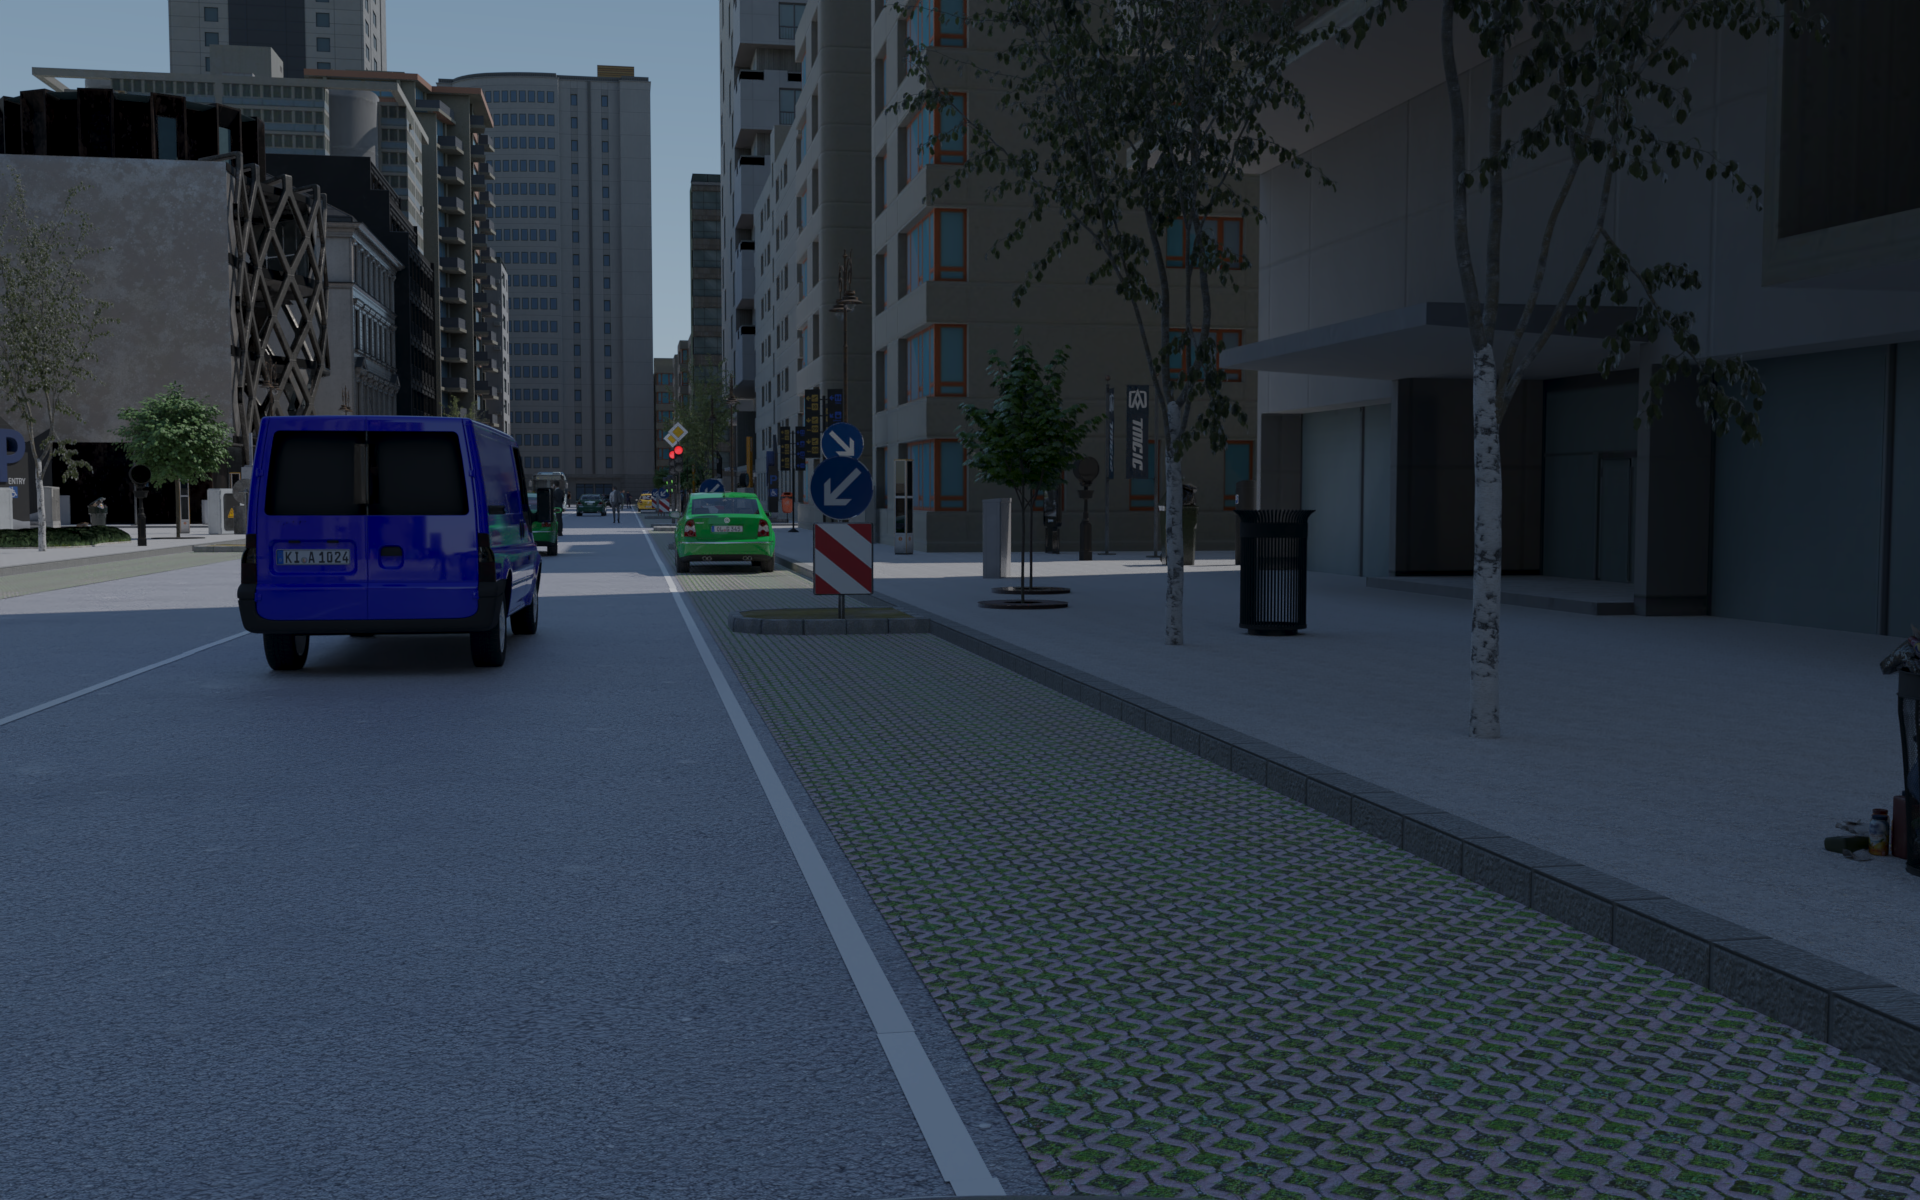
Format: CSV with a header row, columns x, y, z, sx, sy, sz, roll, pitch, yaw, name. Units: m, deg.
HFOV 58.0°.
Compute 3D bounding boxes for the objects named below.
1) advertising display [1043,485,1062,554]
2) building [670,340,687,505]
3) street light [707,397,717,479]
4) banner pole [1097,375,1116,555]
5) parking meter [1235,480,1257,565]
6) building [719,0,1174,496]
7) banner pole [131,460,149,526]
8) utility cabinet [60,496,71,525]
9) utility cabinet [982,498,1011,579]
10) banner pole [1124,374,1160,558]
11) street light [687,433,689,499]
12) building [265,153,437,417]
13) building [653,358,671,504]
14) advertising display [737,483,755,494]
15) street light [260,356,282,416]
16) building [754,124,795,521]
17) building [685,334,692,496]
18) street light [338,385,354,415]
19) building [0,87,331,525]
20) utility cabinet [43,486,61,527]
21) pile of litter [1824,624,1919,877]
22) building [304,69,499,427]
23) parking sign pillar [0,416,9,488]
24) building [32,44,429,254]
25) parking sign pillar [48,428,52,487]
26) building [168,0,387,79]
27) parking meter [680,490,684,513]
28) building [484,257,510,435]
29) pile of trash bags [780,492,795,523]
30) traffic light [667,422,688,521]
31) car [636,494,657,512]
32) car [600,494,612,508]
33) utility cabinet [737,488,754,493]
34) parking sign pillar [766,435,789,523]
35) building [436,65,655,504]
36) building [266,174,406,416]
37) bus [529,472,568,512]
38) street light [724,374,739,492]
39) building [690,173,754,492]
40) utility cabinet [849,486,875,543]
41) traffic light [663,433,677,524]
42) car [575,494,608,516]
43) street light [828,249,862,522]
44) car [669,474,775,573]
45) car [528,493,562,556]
x,y,z,sx,sy,sz,roll,pitch,yaw,name
1.987,-1.959,37.236,0.123,1.923,0.974,-1,4,-14,advertising display
-20.572,-22.397,211.226,27.650,21.520,28.899,-1,4,-11,building
-11.790,-6.714,82.562,0.468,5.910,1.993,-1,4,-11,street light
3.130,-2.826,36.221,0.401,3.779,0.863,0,4,-7,banner pole
5.177,-1.404,31.374,0.372,1.533,0.369,0,3,0,parking meter
-2.936,-32.702,123.916,28.713,52.752,27.495,-1,4,-11,building
-33.520,-4.939,70.776,0.401,3.779,0.863,2,4,27,banner pole
-37.597,-3.723,72.033,1.020,1.237,0.306,-2,4,-34,utility cabinet
0.565,-0.954,26.759,0.306,1.237,1.020,1,4,10,utility cabinet
3.735,-2.748,34.940,0.863,3.779,0.401,-1,4,-8,banner pole
-18.233,-8.748,115.811,0.468,5.910,1.993,-1,4,-11,street light
-43.953,-17.837,121.319,12.332,23.373,15.834,-1,4,-11,building
-29.305,-24.720,249.208,28.899,21.520,27.650,-1,4,-11,building
-12.105,-5.672,97.945,0.974,1.923,0.123,0,4,1,advertising display
-23.089,-5.221,58.150,0.468,5.910,1.993,-1,4,-11,street light
4.264,-15.283,94.914,28.899,21.520,27.650,-1,4,-11,building
-14.083,-20.642,182.531,27.650,21.520,28.899,-1,4,-11,building
-26.101,-6.174,73.740,0.468,5.910,1.993,-1,4,-11,street light
-38.457,-13.024,80.393,16.820,18.784,16.811,-1,4,-11,building
-26.070,-2.508,49.680,0.318,1.500,1.173,-1,4,-18,utility cabinet
3.620,0.497,5.847,1.176,0.858,1.719,1,4,16,pile of litter
-60.570,-32.243,181.797,22.147,44.769,28.867,-1,4,-11,building
-28.514,-3.874,51.804,1.447,3.967,1.447,1,4,12,parking sign pillar
-61.323,-28.309,154.725,32.217,40.220,23.993,-1,4,-11,building
-37.692,-5.014,70.445,1.447,3.967,1.447,-3,5,-40,parking sign pillar
-78.510,-46.746,202.549,20.611,71.187,20.563,-1,4,-11,building
-19.343,-6.828,120.050,0.372,1.533,0.369,0,3,0,parking meter
-62.108,-26.832,210.402,14.107,30.474,14.160,-1,4,-11,building
-8.968,-4.038,75.769,3.447,1.369,1.912,0,4,-6,pile of trash bags
-10.969,-4.799,67.391,0.839,4.253,0.868,-1,4,-11,traffic light
-24.966,-7.862,138.767,2.015,1.641,3.980,-1,4,-11,car
-37.614,-10.591,182.952,2.009,1.686,4.222,-1,4,-12,car
-7.349,-3.091,59.221,0.318,1.500,1.173,0,4,7,utility cabinet
-8.426,-5.468,77.867,1.447,3.967,1.447,-1,4,-10,parking sign pillar
-56.956,-42.678,239.780,28.212,58.520,21.231,-1,4,-11,building
-39.982,-14.663,104.364,10.561,19.102,19.286,-1,4,-11,building
-33.403,-8.940,141.024,2.948,3.499,13.247,-1,4,-12,bus
-8.812,-5.755,66.885,0.468,5.910,1.993,-1,4,-11,street light
-17.791,-23.730,159.686,14.160,30.474,14.107,-1,4,-11,building
-2.578,-2.236,45.233,0.318,1.500,1.173,-2,4,-25,utility cabinet
-12.484,-5.279,75.232,0.839,4.253,0.868,-1,4,-11,traffic light
-24.071,-6.200,113.161,2.131,1.459,4.920,-1,4,-9,car
-2.169,-3.671,32.816,0.468,5.910,1.993,-1,4,-11,street light
-4.510,-1.469,32.816,1.959,1.807,4.718,-1,4,-10,car
-10.541,-1.999,41.473,1.959,1.807,4.718,-1,4,-13,car
